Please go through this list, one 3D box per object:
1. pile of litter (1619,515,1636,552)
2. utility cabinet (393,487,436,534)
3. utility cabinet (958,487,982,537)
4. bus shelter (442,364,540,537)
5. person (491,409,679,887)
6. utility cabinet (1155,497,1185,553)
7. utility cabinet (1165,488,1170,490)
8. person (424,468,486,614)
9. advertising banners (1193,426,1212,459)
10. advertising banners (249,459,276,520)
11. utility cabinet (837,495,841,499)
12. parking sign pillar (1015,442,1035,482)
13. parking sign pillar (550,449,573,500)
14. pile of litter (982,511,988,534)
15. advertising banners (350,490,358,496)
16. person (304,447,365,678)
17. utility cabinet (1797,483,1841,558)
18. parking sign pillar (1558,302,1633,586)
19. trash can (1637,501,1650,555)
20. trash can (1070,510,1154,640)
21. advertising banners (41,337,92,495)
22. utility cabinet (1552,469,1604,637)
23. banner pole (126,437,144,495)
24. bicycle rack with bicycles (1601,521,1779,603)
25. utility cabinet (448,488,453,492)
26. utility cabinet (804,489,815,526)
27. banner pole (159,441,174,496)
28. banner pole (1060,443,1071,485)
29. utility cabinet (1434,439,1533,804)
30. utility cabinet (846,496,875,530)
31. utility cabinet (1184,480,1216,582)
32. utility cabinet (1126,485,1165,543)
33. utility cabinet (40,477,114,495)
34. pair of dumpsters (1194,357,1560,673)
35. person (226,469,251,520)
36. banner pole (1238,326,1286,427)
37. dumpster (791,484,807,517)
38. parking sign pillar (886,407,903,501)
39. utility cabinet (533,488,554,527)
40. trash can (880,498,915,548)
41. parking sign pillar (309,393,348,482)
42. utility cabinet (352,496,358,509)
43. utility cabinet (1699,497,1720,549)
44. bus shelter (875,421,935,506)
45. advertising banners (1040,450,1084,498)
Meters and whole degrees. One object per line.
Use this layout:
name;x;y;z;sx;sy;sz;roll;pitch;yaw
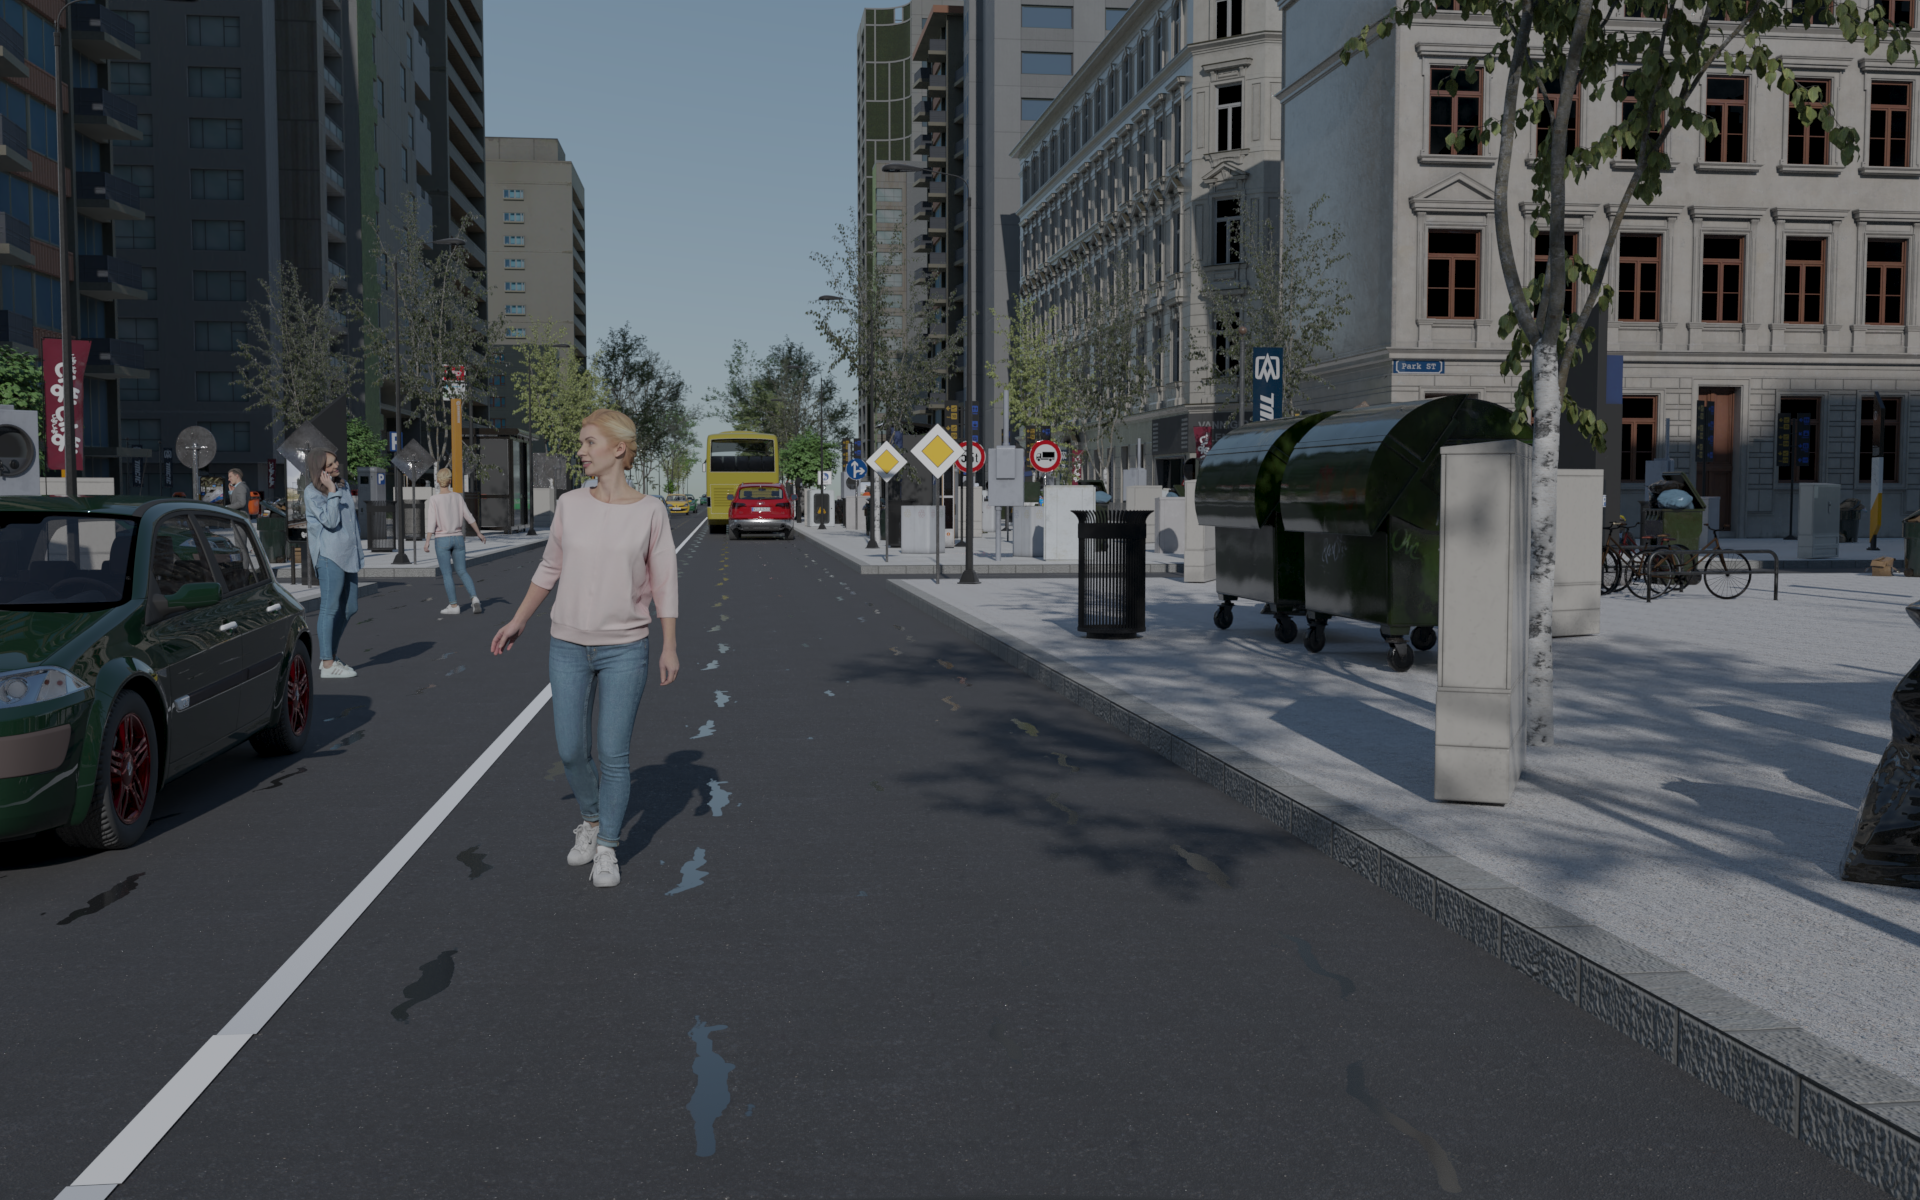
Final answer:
pile of litter;14.410;-1.514;38.724;1.719;0.858;1.176;-2;4;-24
utility cabinet;-17.517;-2.866;55.535;1.173;1.500;0.318;-1;4;-9
utility cabinet;0.070;-2.597;51.137;1.173;1.500;0.318;0;4;4
bus shelter;-15.222;-4.805;56.193;2.179;5.291;8.768;0;4;-8
person;-1.394;0.163;6.501;0.731;1.740;0.598;0;4;-2
utility cabinet;4.754;-1.621;37.665;1.020;1.237;0.306;-1;4;-15
utility cabinet;7.993;-3.510;66.066;0.318;1.500;1.173;1;4;15
person;-5.955;-0.705;20.691;0.598;1.740;0.731;2;4;32
advertising banners;6.911;-2.937;44.213;2.074;3.025;0.090;2;4;30
advertising banners;-34.746;-5.488;85.910;2.074;3.025;0.090;1;4;17
utility cabinet;-6.083;-4.787;89.435;0.306;1.237;1.020;1;4;13
parking sign pillar;3.526;-6.202;89.875;1.447;3.967;1.447;-1;4;-17
parking sign pillar;-23.821;-7.040;103.576;1.447;3.967;1.447;-3;5;-43
pile of litter;0.307;-2.613;56.684;1.176;0.858;1.719;0;4;-4
advertising banners;-22.170;-4.093;63.112;2.074;3.025;0.090;-2;4;-29
person;-4.912;-0.293;13.550;0.793;1.790;0.793;-2;4;-24
utility cabinet;17.088;-1.575;34.423;1.173;1.500;0.318;-3;5;-40
parking sign pillar;8.869;-2.217;24.718;1.447;3.967;1.447;-1;4;-14
trash can;14.761;-1.536;36.767;0.748;1.137;0.748;0;3;0
trash can;1.355;-0.232;15.454;0.748;1.137;0.748;0;3;0
advertising banners;-10.582;-1.394;18.984;2.074;3.025;0.090;-3;5;-43
utility cabinet;5.198;-0.414;15.448;1.173;1.500;0.318;-2;4;-30
banner pole;-36.596;-5.305;76.746;0.863;3.779;0.401;-3;5;-42
bicycle rack with bicycles;8.591;-0.503;21.604;2.925;0.926;2.852;-1;4;-13
utility cabinet;-18.401;-3.263;62.036;1.173;1.500;0.318;0;4;4
utility cabinet;-6.032;-3.731;69.687;0.318;1.500;1.173;0;4;2
banner pole;-37.672;-5.634;82.131;0.401;3.779;0.863;2;4;32
banner pole;5.221;-5.838;85.461;0.863;3.779;0.401;3;5;44
utility cabinet;2.301;0.065;7.610;0.318;1.500;1.173;1;4;21
utility cabinet;-3.594;-3.146;62.605;1.020;1.237;0.306;1;4;8
utility cabinet;3.540;-1.022;25.394;0.318;1.500;1.173;1;4;19
utility cabinet;4.781;-2.225;45.059;0.318;1.500;1.173;3;5;42
utility cabinet;-12.097;-0.902;23.422;1.173;1.500;0.318;-3;5;-40
pair of dumpsters;3.301;-0.730;14.432;1.574;2.255;4.437;0;4;-8
person;-11.802;-1.220;28.246;0.447;1.846;0.655;-1;4;-21
banner pole;4.448;-2.200;25.987;0.863;3.779;0.401;0;4;-6
dumpster;-8.955;-5.442;94.737;1.264;1.857;1.865;0;4;-8
parking sign pillar;-1.949;-3.829;51.077;1.447;3.967;1.447;0;3;0
utility cabinet;-16.041;-3.516;66.164;1.173;1.500;0.318;2;4;25
trash can;-1.437;-1.812;41.284;0.748;1.137;0.748;0;3;0
parking sign pillar;-16.850;-3.509;45.837;1.447;3.967;1.447;2;4;27
utility cabinet;-21.512;-3.088;61.655;0.306;1.237;1.020;3;5;40
utility cabinet;17.608;-1.830;41.087;0.306;1.237;1.020;0;4;-6
bus shelter;-1.853;-4.055;57.576;1.731;3.624;6.357;0;4;-8
advertising banners;3.930;-4.395;68.052;2.074;3.025;0.090;-1;4;-21
